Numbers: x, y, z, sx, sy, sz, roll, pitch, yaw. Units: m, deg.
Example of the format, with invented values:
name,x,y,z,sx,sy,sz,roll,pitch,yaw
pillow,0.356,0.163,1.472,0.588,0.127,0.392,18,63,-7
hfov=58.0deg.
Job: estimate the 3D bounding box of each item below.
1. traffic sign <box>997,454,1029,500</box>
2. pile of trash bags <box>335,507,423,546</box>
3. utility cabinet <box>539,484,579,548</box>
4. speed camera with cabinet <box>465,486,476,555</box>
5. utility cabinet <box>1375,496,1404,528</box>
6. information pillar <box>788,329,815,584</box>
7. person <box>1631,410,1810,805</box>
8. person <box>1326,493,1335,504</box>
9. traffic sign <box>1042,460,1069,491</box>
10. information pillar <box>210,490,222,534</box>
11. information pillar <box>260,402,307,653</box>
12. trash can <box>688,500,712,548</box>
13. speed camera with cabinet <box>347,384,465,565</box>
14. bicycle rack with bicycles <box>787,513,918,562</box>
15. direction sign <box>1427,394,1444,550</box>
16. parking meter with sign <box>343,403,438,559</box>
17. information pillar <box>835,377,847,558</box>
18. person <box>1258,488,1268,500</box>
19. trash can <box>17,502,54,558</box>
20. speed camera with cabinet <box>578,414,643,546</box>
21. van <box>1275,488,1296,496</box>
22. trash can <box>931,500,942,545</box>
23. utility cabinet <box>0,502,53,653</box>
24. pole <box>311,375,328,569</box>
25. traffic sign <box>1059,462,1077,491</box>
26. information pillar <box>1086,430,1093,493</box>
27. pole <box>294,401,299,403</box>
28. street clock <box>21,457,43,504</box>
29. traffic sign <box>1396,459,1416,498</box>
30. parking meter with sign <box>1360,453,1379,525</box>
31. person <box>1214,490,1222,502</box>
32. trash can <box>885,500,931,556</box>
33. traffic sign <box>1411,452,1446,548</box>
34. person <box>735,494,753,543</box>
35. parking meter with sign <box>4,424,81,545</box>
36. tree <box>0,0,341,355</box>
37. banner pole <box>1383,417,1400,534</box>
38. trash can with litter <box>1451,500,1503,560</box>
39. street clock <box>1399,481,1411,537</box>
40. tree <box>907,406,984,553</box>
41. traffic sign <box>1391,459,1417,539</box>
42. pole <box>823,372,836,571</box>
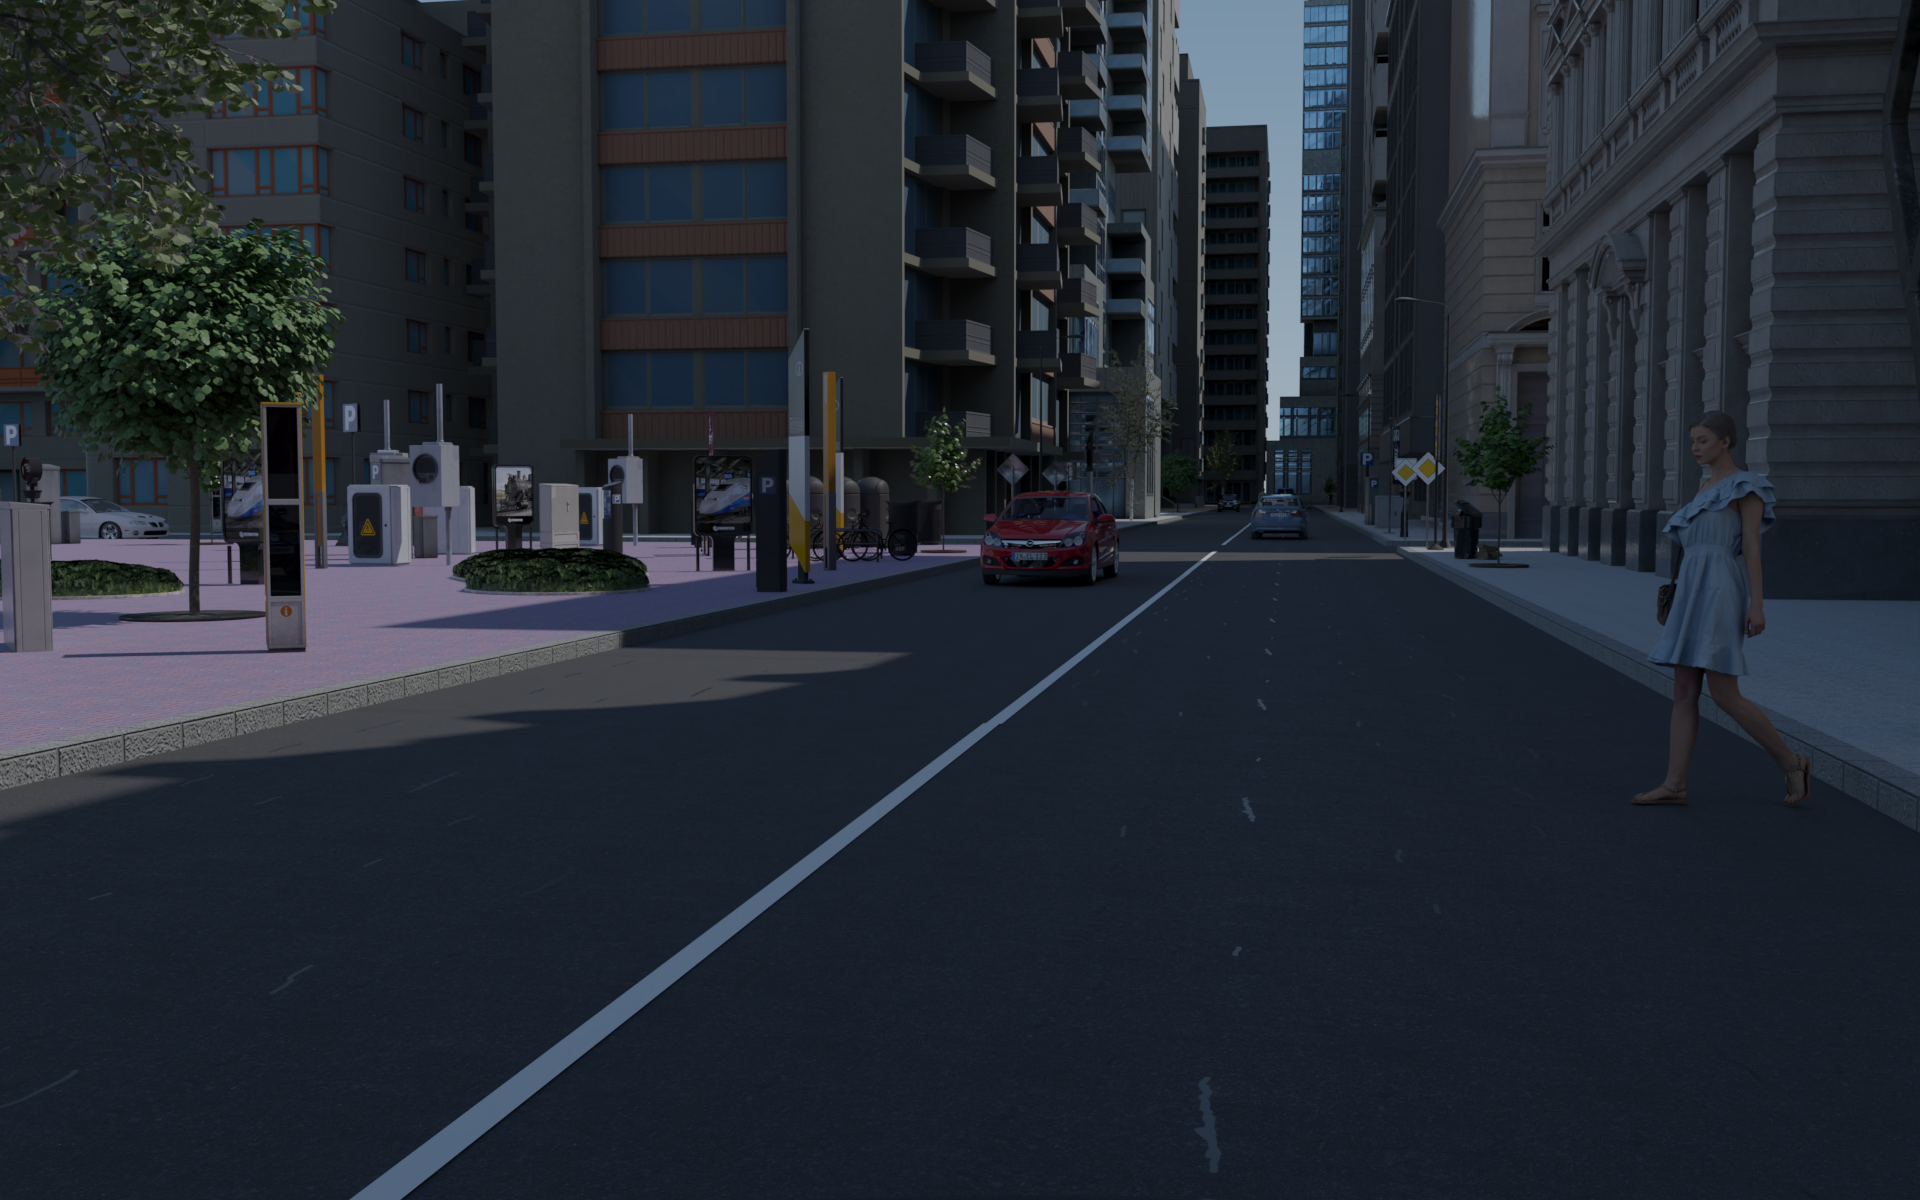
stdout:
name,x,y,z,sx,sy,sz,roll,pitch,yaw
traffic sign,1.302,-2.399,42.871,0.795,2.450,0.064,1,4,11
pile of trash bags,-13.815,-2.001,42.476,3.447,1.369,1.912,3,5,44
utility cabinet,-8.574,-1.740,37.130,0.318,1.500,1.173,1,4,16
speed camera with cabinet,-11.384,-2.593,36.730,2.038,3.252,0.660,0,4,-6
utility cabinet,16.069,-3.282,64.822,1.020,1.237,0.306,-1,4,-9
information pillar,-2.297,-2.047,24.820,0.183,3.616,0.504,-2,4,-34
person,3.486,0.038,7.967,0.778,1.811,0.616,0,4,2
person,43.154,-11.752,201.476,1.217,1.723,0.721,1,4,20
traffic sign,2.790,-2.879,50.717,0.795,2.450,0.064,1,4,11
information pillar,-24.168,-3.164,56.226,0.304,2.012,0.304,-2,4,-34
information pillar,-5.498,-0.586,14.076,0.304,2.012,0.304,-2,4,-23
trash can,-6.158,-1.830,41.578,0.748,1.137,0.748,0,3,0
speed camera with cabinet,-10.057,-2.257,31.238,2.038,3.252,0.660,1,4,20
bicycle rack with bicycles,-2.270,-1.218,33.299,2.925,0.926,2.852,0,4,1
direction sign,10.932,-2.919,39.723,0.379,3.537,0.876,1,4,22
parking meter with sign,-11.171,-2.314,34.092,0.543,3.016,1.738,3,5,42
information pillar,-2.542,-2.669,34.991,0.504,3.616,0.183,3,5,40
person,17.422,-5.567,99.715,0.606,1.804,0.583,0,4,-7
trash can,-17.218,-1.254,32.156,0.748,1.137,0.748,0,3,0
speed camera with cabinet,-8.805,-2.988,43.190,2.038,3.252,0.660,3,4,38
van,35.221,-11.199,187.489,2.240,2.365,5.245,1,4,10
trash can,-0.774,-1.956,43.642,0.748,1.137,0.748,0,3,0
utility cabinet,-7.797,-0.202,14.468,0.306,1.237,1.020,-2,4,-33
pole,-10.988,-2.193,29.702,0.158,3.312,0.155,0,3,0
traffic sign,3.377,-3.202,54.474,0.606,2.300,0.079,1,4,17
information pillar,4.791,-4.439,63.938,0.183,3.616,0.504,-1,4,-15
pole,-12.651,-2.397,33.027,0.158,3.312,0.155,0,3,0
street clock,-18.203,-1.800,34.006,0.471,2.002,0.358,3,5,40
traffic sign,12.830,-2.921,49.884,0.606,2.300,0.079,1,4,11
parking meter with sign,17.104,-4.632,71.999,0.543,3.016,1.738,0,4,-1
person,30.714,-12.054,205.218,1.348,1.869,0.705,2,4,33
trash can,-1.189,-1.492,36.046,0.748,1.137,0.748,0,3,0
traffic sign,11.069,-2.285,41.005,0.795,2.450,0.064,1,4,11
person,-6.031,-2.400,48.010,0.573,1.790,0.520,0,4,-4
parking meter with sign,-23.244,-2.917,43.958,0.543,3.016,1.738,2,4,25
tree,-7.170,-5.550,8.862,7.486,12.596,7.792,0,3,0
banner pole,14.044,-4.042,56.102,0.401,3.779,0.863,-1,4,-13
trash can with litter,10.200,-1.389,34.094,0.624,1.170,1.055,-3,4,-37
street clock,13.207,-2.867,51.443,0.358,2.002,0.471,0,4,-8
tree,-0.245,-2.651,37.951,1.663,3.219,1.824,0,3,0
traffic sign,12.557,-2.765,48.851,0.795,2.450,0.064,1,4,11
pole,-2.187,-2.153,29.037,0.158,3.312,0.155,0,3,0
